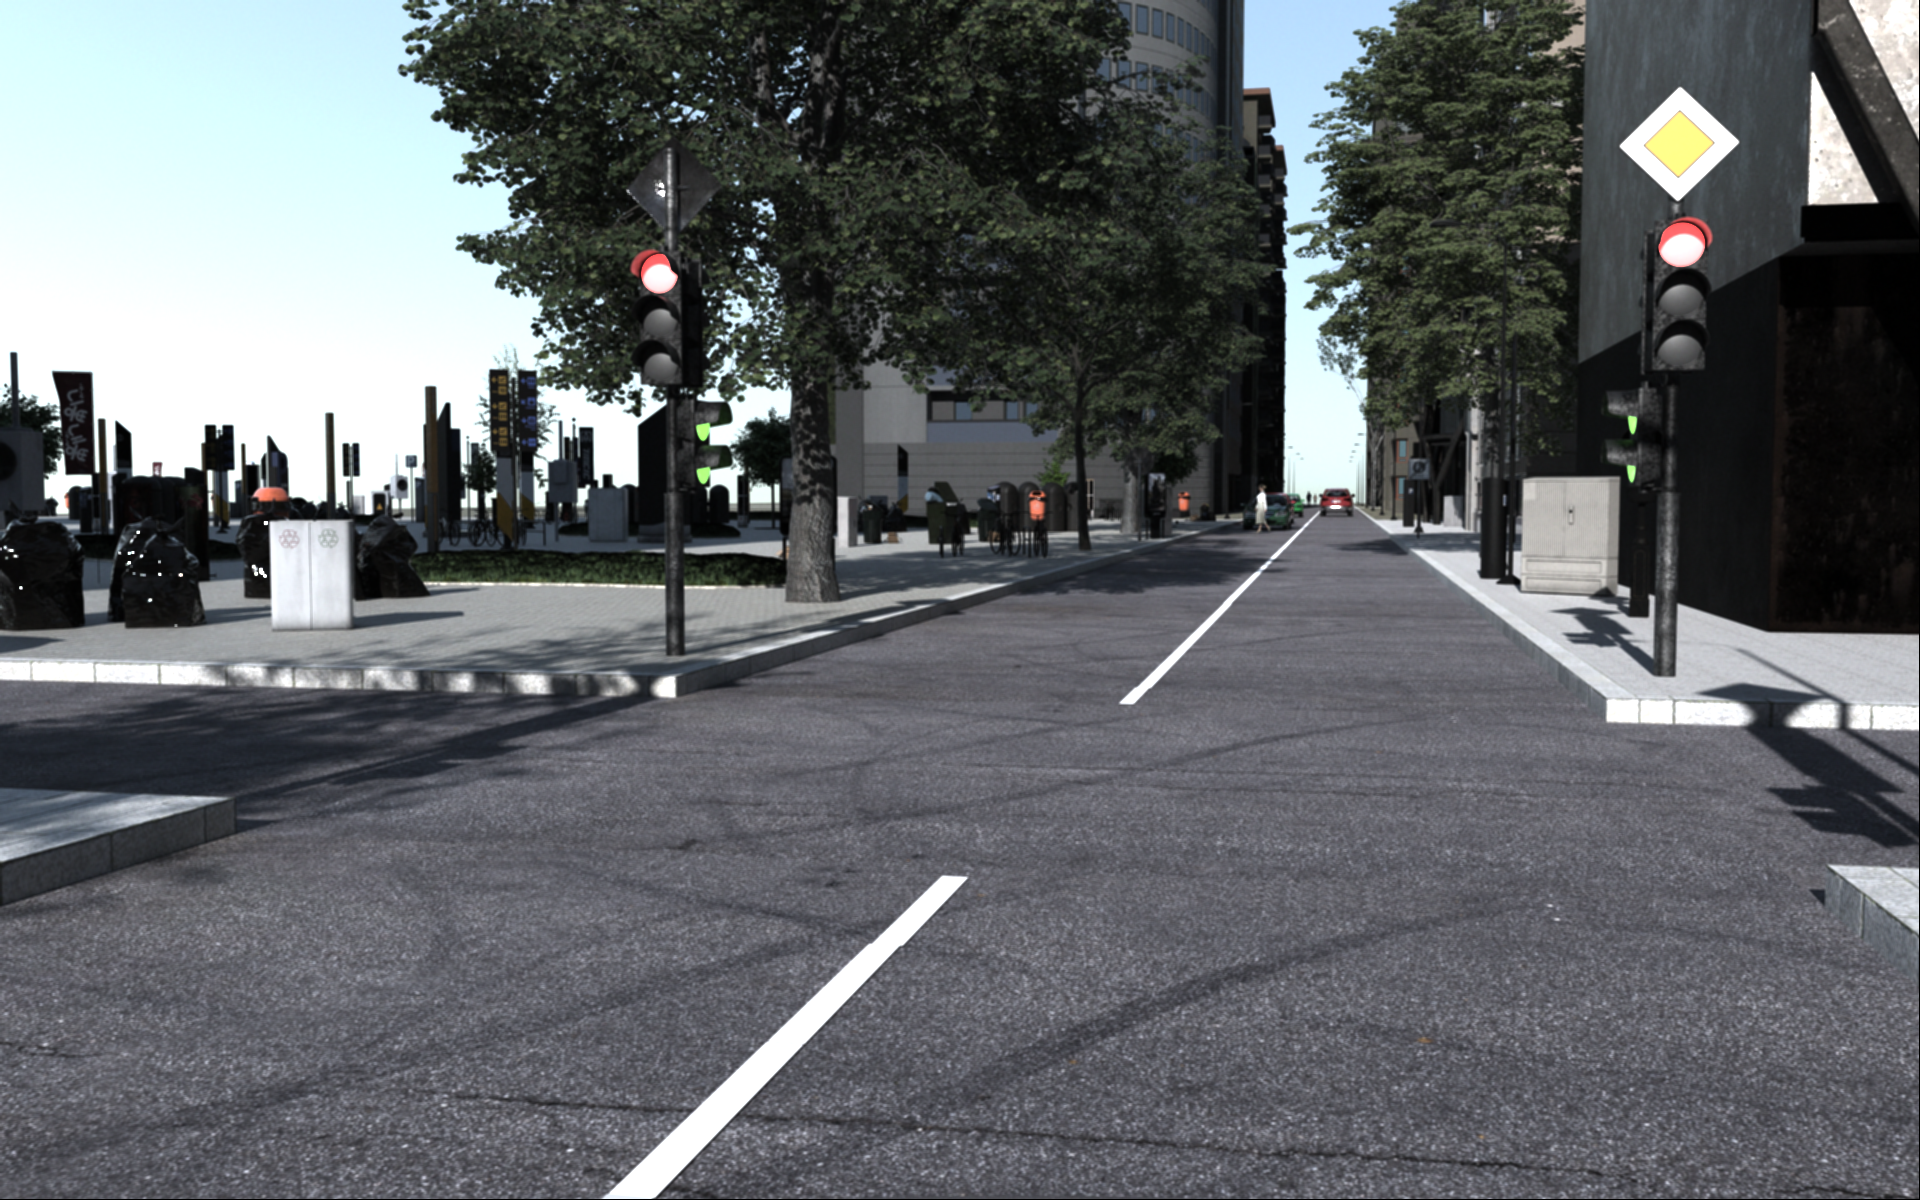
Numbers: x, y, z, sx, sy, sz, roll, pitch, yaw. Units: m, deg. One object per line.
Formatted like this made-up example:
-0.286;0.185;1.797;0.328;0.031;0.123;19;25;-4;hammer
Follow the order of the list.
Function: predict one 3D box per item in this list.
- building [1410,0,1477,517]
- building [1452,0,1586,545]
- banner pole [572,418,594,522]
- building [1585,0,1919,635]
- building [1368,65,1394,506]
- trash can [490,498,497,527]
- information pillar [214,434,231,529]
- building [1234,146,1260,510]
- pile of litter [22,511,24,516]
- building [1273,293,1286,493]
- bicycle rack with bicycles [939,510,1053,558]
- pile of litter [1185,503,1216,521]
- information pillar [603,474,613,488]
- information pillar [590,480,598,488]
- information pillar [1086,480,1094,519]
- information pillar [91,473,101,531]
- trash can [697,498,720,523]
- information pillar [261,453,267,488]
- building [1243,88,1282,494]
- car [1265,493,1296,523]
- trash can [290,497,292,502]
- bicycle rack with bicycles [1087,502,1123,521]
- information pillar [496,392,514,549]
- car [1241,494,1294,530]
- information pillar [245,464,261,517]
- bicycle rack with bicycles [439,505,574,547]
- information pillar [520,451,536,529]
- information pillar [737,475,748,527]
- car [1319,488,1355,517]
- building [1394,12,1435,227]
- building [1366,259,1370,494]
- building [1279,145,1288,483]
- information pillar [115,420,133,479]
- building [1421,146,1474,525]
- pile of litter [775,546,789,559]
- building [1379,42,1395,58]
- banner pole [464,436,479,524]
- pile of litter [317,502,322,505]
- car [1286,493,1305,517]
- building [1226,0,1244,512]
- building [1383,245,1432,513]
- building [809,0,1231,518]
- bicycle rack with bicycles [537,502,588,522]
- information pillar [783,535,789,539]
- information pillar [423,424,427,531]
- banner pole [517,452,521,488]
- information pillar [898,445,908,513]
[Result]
37.369;-27.135;98.275;22.147;44.769;28.867;1;4;12;building
22.180;-16.188;50.584;13.634;28.700;20.117;1;4;12;building
-12.419;-4.088;56.862;0.863;3.779;0.401;-1;4;-17;banner pole
16.755;-9.253;18.745;16.811;18.784;16.820;1;4;12;building
55.151;-34.391;185.988;21.300;48.544;21.600;1;4;12;building
-16.866;-3.177;63.599;0.748;1.137;0.748;0;3;0;trash can
-27.206;-4.432;63.812;0.504;3.616;0.183;-3;5;-41;information pillar
19.007;-23.336;153.242;14.160;30.474;14.107;1;4;12;building
-40.123;-3.635;73.397;1.719;0.858;1.176;-3;5;-42;pile of litter
36.828;-28.365;235.462;14.160;30.474;14.107;1;4;12;building
0.628;-1.378;35.916;2.852;0.926;2.925;0;4;0;bicycle rack with bicycles
11.454;-4.185;82.386;1.719;0.858;1.176;-1;4;-14;pile of litter
-13.010;-3.639;63.993;0.304;2.012;0.304;0;4;3;information pillar
-18.814;-5.175;89.097;0.304;2.012;0.304;3;4;39;information pillar
6.628;-5.139;88.521;0.304;2.012;0.304;-2;4;-26;information pillar
-29.587;-3.365;59.506;0.304;2.012;0.304;0;4;8;information pillar
-8.316;-2.787;57.219;0.748;1.137;0.748;0;3;0;trash can
-39.143;-6.490;97.462;0.183;3.616;0.504;0;4;5;information pillar
22.296;-32.499;185.978;22.147;44.769;28.867;1;4;12;building
15.219;-4.583;83.966;2.155;1.783;4.494;1;4;14;car
-35.030;-4.788;89.940;0.748;1.137;0.748;0;3;0;trash can
6.824;-4.242;82.745;2.852;0.926;2.925;0;4;3;bicycle rack with bicycles
-10.447;-2.957;39.708;0.183;3.616;0.504;1;4;22;information pillar
12.507;-3.583;70.381;2.131;1.459;4.920;1;4;12;car
-17.584;-2.363;43.129;0.304;2.012;0.304;-1;4;-12;information pillar
-11.590;-1.818;43.110;2.852;0.926;2.925;-2;4;-34;bicycle rack with bicycles
-16.017;-4.453;64.162;0.504;3.616;0.183;-1;4;-21;information pillar
-8.392;-3.815;66.866;0.304;2.012;0.304;1;4;21;information pillar
24.354;-6.316;111.947;2.281;1.827;5.304;1;4;13;car
44.400;-28.479;149.232;14.154;41.232;14.086;1;4;12;building
55.480;-26.524;205.361;14.160;30.474;14.107;1;4;12;building
29.020;-34.260;214.771;22.147;44.769;28.867;1;4;12;building
-26.472;-3.884;54.855;0.504;3.616;0.183;0;4;2;information pillar
28.489;-12.662;74.474;16.820;18.784;16.811;1;4;12;building
-3.135;-1.247;34.349;1.176;0.858;1.719;1;4;20;pile of litter
64.516;-41.722;224.158;21.231;58.520;28.212;1;4;12;building
-20.934;-5.160;74.386;0.863;3.779;0.401;2;4;27;banner pole
-34.880;-4.907;94.194;1.719;0.858;1.176;2;4;33;pile of litter
20.468;-6.058;107.851;1.959;1.807;4.718;1;4;11;car
12.899;-29.006;124.359;14.600;45.320;14.200;1;4;12;building
45.823;-17.280;127.572;27.650;21.520;28.899;1;4;12;building
4.651;-34.324;103.194;21.231;58.520;28.212;1;4;12;building
-17.259;-3.736;74.460;2.852;0.926;2.925;-3;4;-37;bicycle rack with bicycles
-4.921;-2.770;49.782;0.304;2.012;0.304;0;4;-1;information pillar
-17.875;-4.092;58.258;0.183;3.616;0.504;1;4;11;information pillar
-23.027;-6.199;91.365;0.401;3.779;0.863;3;5;41;banner pole
-2.692;-5.492;81.155;0.504;3.616;0.183;0;4;-7;information pillar
